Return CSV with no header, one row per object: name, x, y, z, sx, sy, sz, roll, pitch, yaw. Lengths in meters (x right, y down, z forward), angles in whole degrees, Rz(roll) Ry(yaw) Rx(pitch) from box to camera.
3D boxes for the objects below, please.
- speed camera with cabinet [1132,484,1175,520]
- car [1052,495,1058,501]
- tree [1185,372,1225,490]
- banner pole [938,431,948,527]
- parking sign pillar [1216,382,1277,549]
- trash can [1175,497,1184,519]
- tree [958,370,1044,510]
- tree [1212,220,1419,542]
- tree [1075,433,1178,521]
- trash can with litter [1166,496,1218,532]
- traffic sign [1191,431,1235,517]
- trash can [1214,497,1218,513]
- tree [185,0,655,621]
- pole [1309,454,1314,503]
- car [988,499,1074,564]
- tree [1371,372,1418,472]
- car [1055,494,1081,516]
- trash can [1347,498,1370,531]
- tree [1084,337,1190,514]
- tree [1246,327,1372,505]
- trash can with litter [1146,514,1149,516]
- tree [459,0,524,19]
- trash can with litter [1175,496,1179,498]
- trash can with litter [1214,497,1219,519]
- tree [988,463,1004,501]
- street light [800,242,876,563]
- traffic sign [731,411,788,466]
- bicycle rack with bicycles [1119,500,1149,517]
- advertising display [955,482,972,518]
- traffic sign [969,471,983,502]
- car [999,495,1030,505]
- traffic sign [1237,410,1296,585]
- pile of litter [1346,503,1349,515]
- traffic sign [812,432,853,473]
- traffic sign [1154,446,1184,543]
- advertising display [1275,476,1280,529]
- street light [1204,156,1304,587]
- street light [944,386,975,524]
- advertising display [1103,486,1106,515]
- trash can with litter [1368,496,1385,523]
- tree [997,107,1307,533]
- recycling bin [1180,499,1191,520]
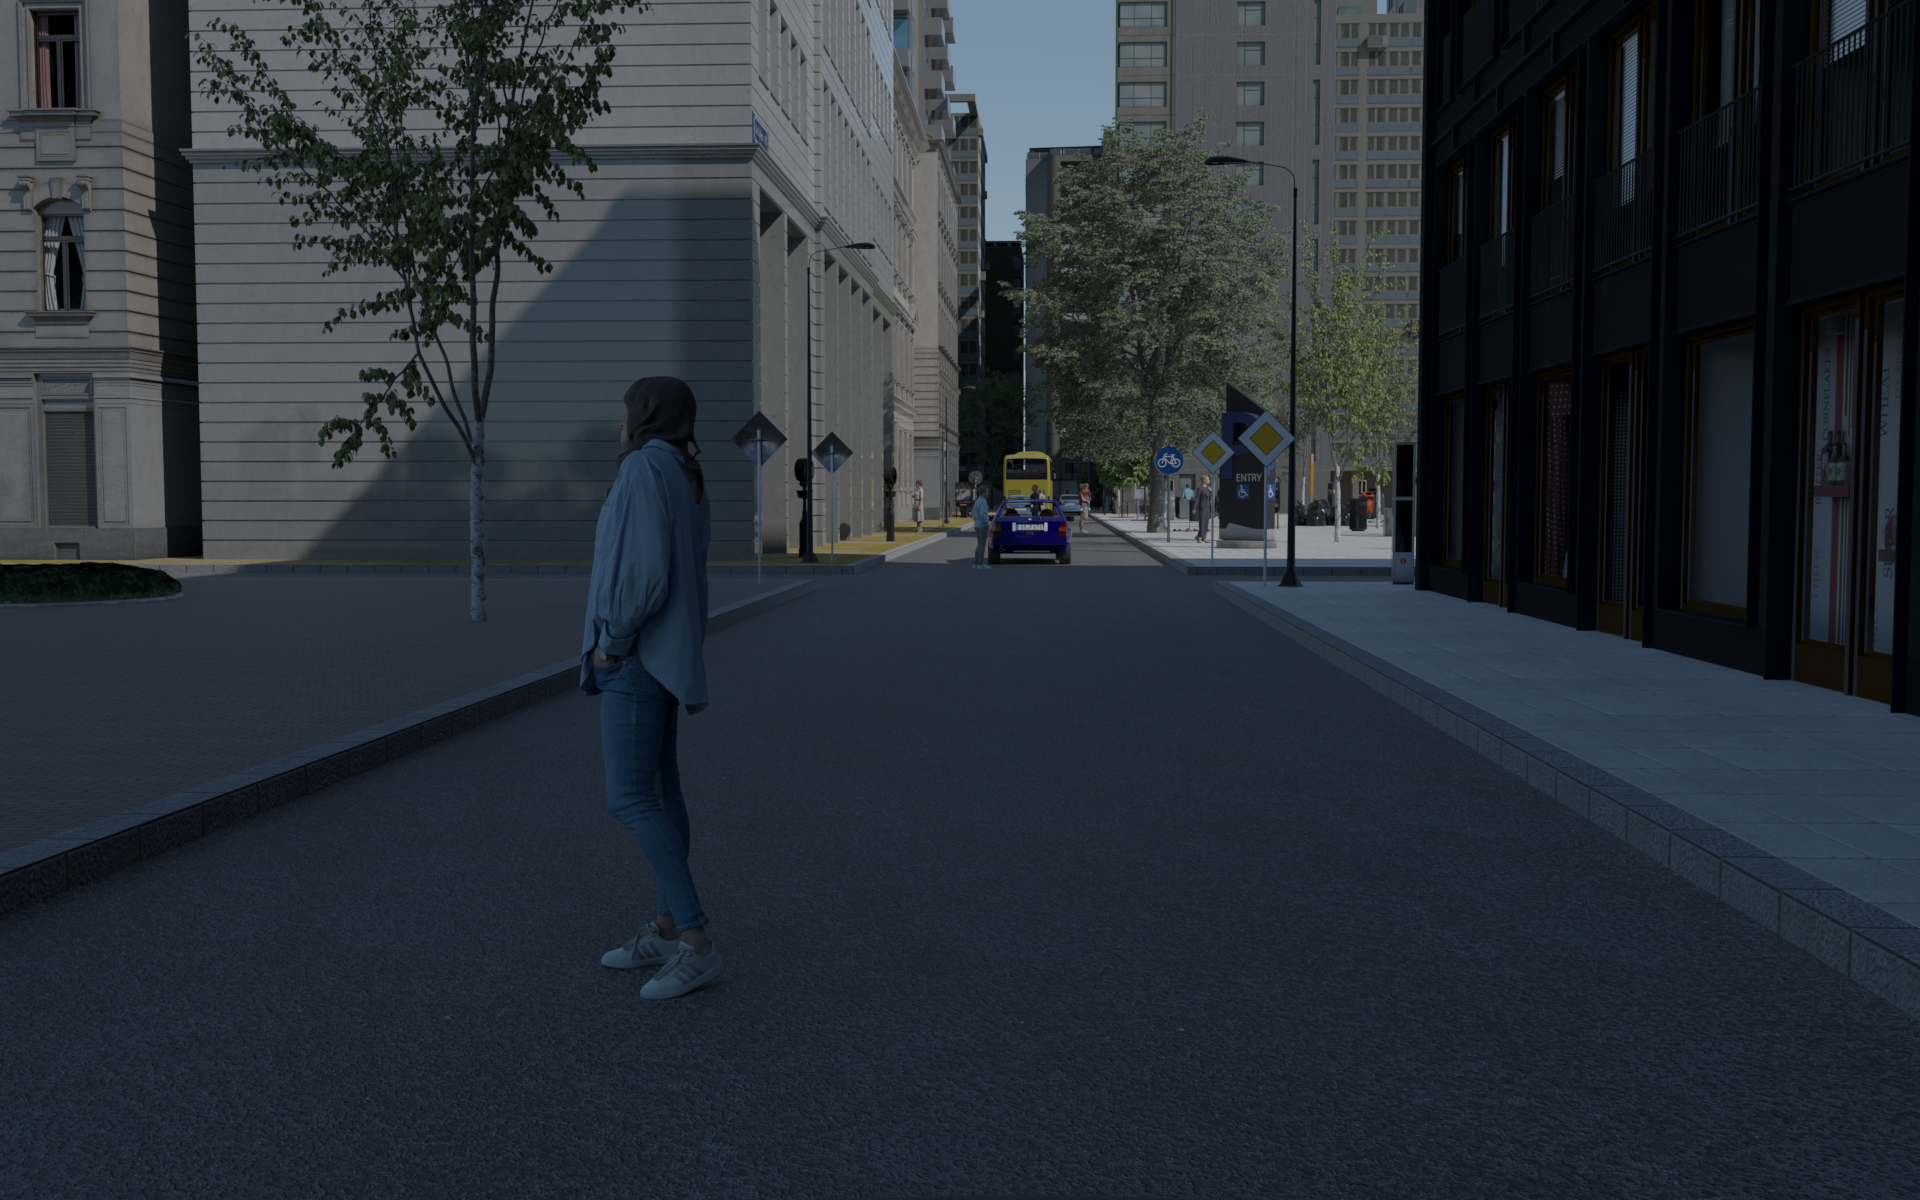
speed camera with cabinet,9.595,-5.601,85.915,2.038,3.252,0.660,0,4,-7
car,8.388,-9.121,161.709,1.945,1.354,3.894,0,4,2
tree,14.159,-8.864,95.287,4.360,8.622,3.978,0,3,0
banner pole,-0.625,-4.805,68.581,0.401,3.779,0.863,1,4,10
parking sign pillar,6.823,-3.220,41.115,1.447,3.967,1.447,3,5,40
trash can,11.504,-4.801,90.154,0.748,1.137,0.748,0,3,0
tree,2.794,-13.322,143.565,9.928,11.665,9.643,0,3,0
tree,9.876,-5.837,45.798,4.737,8.622,4.395,0,3,0
tree,8.708,-6.711,93.440,4.285,4.588,4.351,0,3,0
trash can with litter,7.726,-2.954,59.354,2.233,1.210,1.678,0,4,7
traffic sign,4.679,-1.819,31.924,0.795,2.593,0.064,0,4,3
trash can,15.079,-5.464,100.982,0.748,1.137,0.748,0,3,0
tree,-5.098,-4.103,17.441,4.737,8.622,4.395,0,3,0
pole,17.730,-5.722,87.394,0.158,3.312,0.155,0,3,0
car,1.457,-1.471,36.639,1.945,1.354,3.894,0,4,2
tree,25.944,-9.318,102.707,4.360,8.622,3.978,0,3,0
car,7.283,-6.325,115.422,2.014,1.417,4.499,0,4,2
trash can,13.703,-2.932,59.590,0.748,1.137,0.748,0,3,0
tree,8.674,-7.739,76.888,4.737,8.622,4.395,0,3,0
tree,14.622,-7.608,74.753,4.360,8.622,3.978,0,3,0
trash can with litter,11.631,-5.470,100.492,2.233,1.210,1.678,-2,4,-29
tree,-5.005,-5.897,6.788,12.009,13.543,11.850,0,3,0
trash can with litter,13.455,-5.695,104.497,1.055,1.170,0.624,1,4,13
trash can with litter,13.441,-4.769,89.365,0.624,1.170,1.055,2,4,25
tree,4.636,-12.283,184.538,4.285,4.588,4.351,0,3,0
street light,-2.259,-3.645,32.140,1.470,5.913,1.316,0,4,3
traffic sign,-2.833,-1.355,24.351,0.795,2.593,0.064,0,4,3
bicycle rack with bicycles,10.099,-5.157,97.697,2.852,0.926,2.925,0,4,-2
advertising display,0.206,-5.351,92.701,0.974,1.923,0.123,2,4,26
traffic sign,0.852,-5.781,94.617,0.768,2.556,0.104,0,4,8
car,2.707,-3.949,76.564,2.014,1.417,4.499,0,4,3
traffic sign,4.250,-1.331,23.950,0.795,2.593,0.064,0,4,3
pile of litter,22.306,-5.190,98.817,1.719,0.858,1.176,2,4,27
traffic sign,-2.404,-1.843,32.324,0.795,2.593,0.064,0,4,3
traffic sign,5.518,-2.793,45.771,0.768,2.556,0.104,1,4,9
advertising display,11.287,-3.572,63.608,0.974,1.923,0.123,2,4,35
street light,4.054,-3.142,23.917,1.470,5.913,1.316,0,4,3
street light,-0.044,-6.257,74.851,1.470,5.913,1.316,0,4,3
advertising display,8.805,-6.135,105.514,0.123,1.923,0.974,0,4,1
trash can with litter,19.143,-4.057,77.388,2.233,1.210,1.678,-1,4,-13
tree,6.389,-9.188,56.880,9.857,13.997,8.962,0,3,0
recycling bin,11.575,-4.581,87.451,0.722,1.027,0.722,3,5,41
